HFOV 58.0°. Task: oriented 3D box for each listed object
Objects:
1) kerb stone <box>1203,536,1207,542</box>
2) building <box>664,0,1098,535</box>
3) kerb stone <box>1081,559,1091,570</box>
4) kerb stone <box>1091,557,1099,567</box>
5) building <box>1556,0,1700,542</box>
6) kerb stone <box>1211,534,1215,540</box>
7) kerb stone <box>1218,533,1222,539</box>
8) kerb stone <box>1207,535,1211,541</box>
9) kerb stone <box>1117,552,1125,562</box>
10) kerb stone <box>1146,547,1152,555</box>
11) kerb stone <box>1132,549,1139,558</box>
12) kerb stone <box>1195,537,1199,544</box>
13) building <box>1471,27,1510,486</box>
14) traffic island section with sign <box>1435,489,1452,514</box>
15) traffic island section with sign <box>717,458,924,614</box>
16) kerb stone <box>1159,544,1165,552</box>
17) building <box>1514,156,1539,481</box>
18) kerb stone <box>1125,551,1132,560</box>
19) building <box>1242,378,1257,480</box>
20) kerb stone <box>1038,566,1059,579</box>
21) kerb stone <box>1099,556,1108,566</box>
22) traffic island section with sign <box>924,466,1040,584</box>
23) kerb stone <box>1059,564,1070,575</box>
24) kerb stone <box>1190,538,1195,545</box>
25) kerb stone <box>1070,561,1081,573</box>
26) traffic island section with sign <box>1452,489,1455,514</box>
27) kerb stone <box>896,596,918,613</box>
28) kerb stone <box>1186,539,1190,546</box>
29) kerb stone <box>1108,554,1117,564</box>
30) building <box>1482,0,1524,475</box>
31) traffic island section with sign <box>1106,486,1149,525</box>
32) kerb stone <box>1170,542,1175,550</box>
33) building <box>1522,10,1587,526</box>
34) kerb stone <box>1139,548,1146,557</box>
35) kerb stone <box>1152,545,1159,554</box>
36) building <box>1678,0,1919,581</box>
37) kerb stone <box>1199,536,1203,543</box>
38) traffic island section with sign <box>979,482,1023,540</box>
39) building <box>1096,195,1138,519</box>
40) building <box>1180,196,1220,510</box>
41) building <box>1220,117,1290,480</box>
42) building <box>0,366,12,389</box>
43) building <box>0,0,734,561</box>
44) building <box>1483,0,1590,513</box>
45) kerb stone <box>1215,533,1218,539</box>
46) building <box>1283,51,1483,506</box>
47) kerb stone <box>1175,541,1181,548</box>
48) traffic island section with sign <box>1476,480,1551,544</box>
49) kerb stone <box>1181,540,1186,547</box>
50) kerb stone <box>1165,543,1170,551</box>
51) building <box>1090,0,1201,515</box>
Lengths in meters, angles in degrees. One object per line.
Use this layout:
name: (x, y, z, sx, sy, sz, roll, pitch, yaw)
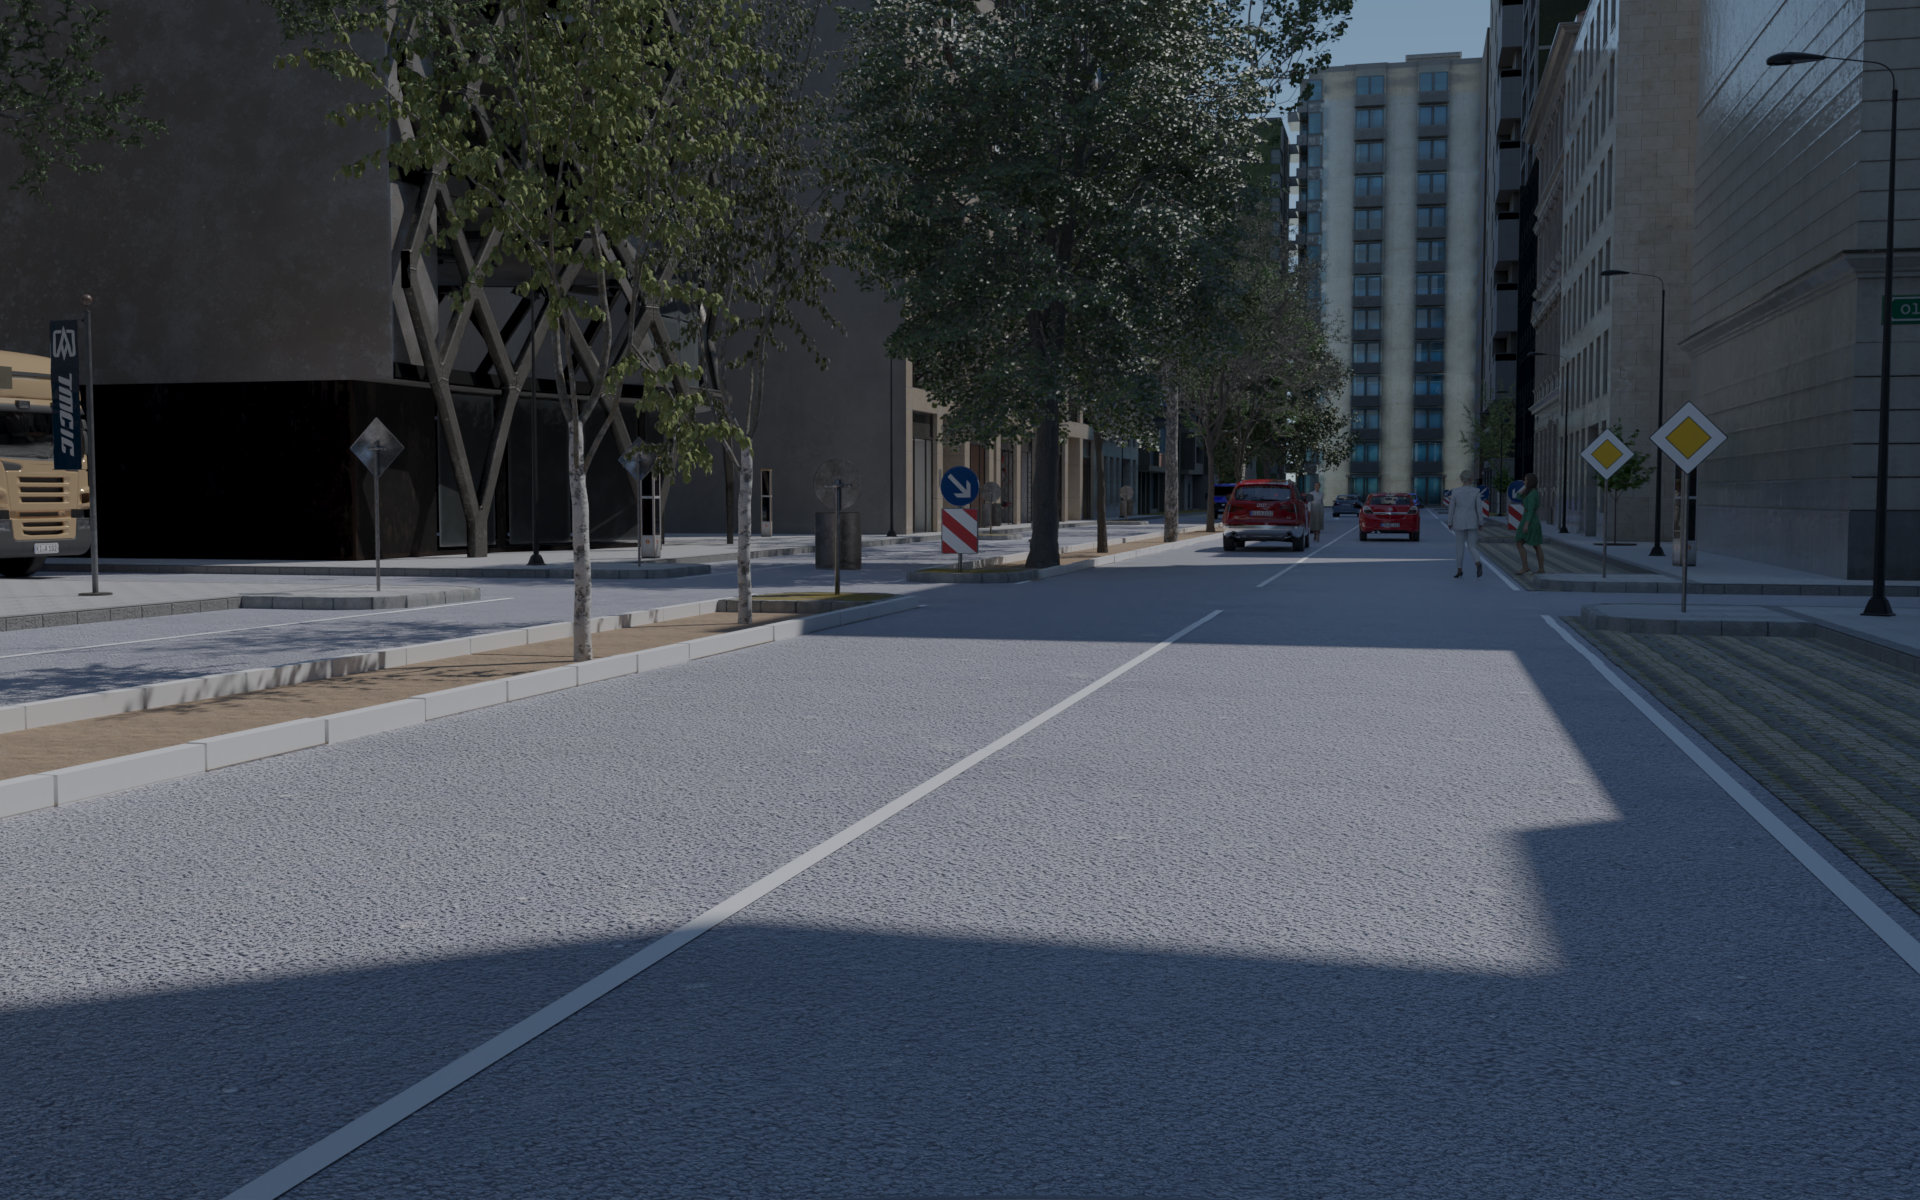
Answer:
kerb stone: (7.175, -1.799, 51.617, 0.120, 0.150, 1.000, 1, 4, 15)
building: (-6.707, -16.397, 72.610, 19.350, 26.468, 34.151, 1, 4, 15)
kerb stone: (2.277, -0.647, 32.778, 0.120, 0.150, 1.000, 1, 4, 15)
kerb stone: (2.519, -0.708, 33.775, 0.120, 0.150, 1.000, 1, 4, 15)
building: (24.573, -12.117, 52.871, 10.420, 20.320, 16.860, 1, 4, 15)
kerb stone: (7.689, -1.921, 53.600, 0.120, 0.150, 1.000, 1, 4, 15)
kerb stone: (8.212, -2.040, 55.587, 0.120, 0.150, 1.000, 1, 4, 15)
kerb stone: (7.432, -1.855, 52.611, 0.120, 0.150, 1.000, 1, 4, 15)
kerb stone: (3.313, -0.887, 36.743, 0.120, 0.150, 1.000, 1, 4, 15)
kerb stone: (4.332, -1.129, 40.714, 0.120, 0.150, 1.000, 1, 4, 15)
kerb stone: (3.817, -1.008, 38.725, 0.120, 0.150, 1.000, 1, 4, 15)
kerb stone: (6.656, -1.674, 49.625, 0.120, 0.150, 1.000, 1, 4, 15)
building: (56.020, -31.343, 162.575, 14.600, 45.320, 14.200, 1, 4, 15)
traffic island section with sign: (35.625, -7.138, 125.340, 1.989, 1.847, 2.006, 1, 4, 15)
traffic island section with sign: (-1.719, -0.820, 21.548, 2.006, 1.907, 1.989, 1, 4, 15)
kerb stone: (4.855, -1.254, 42.697, 0.120, 0.150, 1.000, 1, 4, 15)
building: (35.461, -15.840, 88.662, 12.332, 23.373, 15.834, 1, 4, 15)
kerb stone: (3.559, -0.950, 37.736, 0.120, 0.150, 1.000, 1, 4, 15)
building: (13.225, -19.812, 168.973, 28.899, 21.520, 27.650, 1, 4, 15)
kerb stone: (1.495, -0.461, 29.795, 0.120, 0.150, 1.000, 1, 4, 15)
kerb stone: (2.785, -0.767, 34.763, 0.120, 0.150, 1.000, 1, 4, 15)
traffic island section with sign: (0.157, -1.259, 28.715, 2.006, 1.907, 1.989, 1, 4, 15)
kerb stone: (1.755, -0.526, 30.792, 0.120, 0.150, 1.000, 1, 4, 15)
kerb stone: (6.405, -1.617, 48.633, 0.120, 0.150, 1.000, 1, 4, 15)
kerb stone: (2.018, -0.578, 31.789, 0.120, 0.150, 1.000, 1, 4, 15)
traffic island section with sign: (23.011, -4.173, 76.855, 1.989, 1.847, 2.006, 1, 4, 15)
kerb stone: (-0.713, 0.053, 21.325, 0.120, 0.150, 1.000, 1, 4, 15)
kerb stone: (6.140, -1.557, 47.646, 0.120, 0.150, 1.000, 1, 4, 15)
kerb stone: (3.039, -0.830, 35.758, 0.120, 0.150, 1.000, 1, 4, 15)
building: (57.157, -33.701, 140.250, 28.713, 52.752, 27.495, 1, 4, 15)
traffic island section with sign: (7.749, -4.416, 80.835, 1.989, 1.847, 2.006, 1, 4, 15)
kerb stone: (5.364, -1.375, 44.677, 0.120, 0.150, 1.000, 1, 4, 15)
building: (29.681, -14.368, 71.077, 11.583, 22.565, 21.152, 1, 4, 15)
kerb stone: (4.076, -1.072, 39.724, 0.120, 0.150, 1.000, 1, 4, 15)
kerb stone: (4.593, -1.193, 41.702, 0.120, 0.150, 1.000, 1, 4, 15)
building: (35.950, -15.335, 27.149, 44.131, 29.872, 17.030, 1, 4, 15)
kerb stone: (6.911, -1.737, 50.625, 0.120, 0.150, 1.000, 1, 4, 15)
traffic island section with sign: (0.902, -2.808, 54.541, 1.989, 1.847, 2.006, 1, 4, 15)
building: (3.546, -14.794, 96.638, 10.420, 20.320, 16.860, 1, 4, 15)
building: (13.332, -22.534, 140.137, 14.160, 30.474, 14.107, 1, 4, 15)
building: (29.066, -31.137, 192.682, 14.086, 41.232, 14.154, 1, 4, 15)
building: (-29.507, -22.076, 15.567, 28.867, 44.769, 22.147, 1, 4, 15)
building: (-14.444, -10.671, 41.919, 16.820, 18.784, 16.811, 1, 4, 15)
building: (47.034, -41.510, 116.938, 20.563, 71.187, 20.611, 1, 4, 15)
kerb stone: (7.953, -1.978, 54.597, 0.120, 0.150, 1.000, 1, 4, 15)
building: (51.706, -34.949, 191.021, 30.456, 49.044, 23.786, 1, 4, 15)
kerb stone: (5.630, -1.434, 45.665, 0.120, 0.150, 1.000, 1, 4, 15)
traffic island section with sign: (16.221, -2.577, 50.766, 1.989, 1.847, 2.006, 1, 4, 15)
kerb stone: (5.886, -1.495, 46.656, 0.120, 0.150, 1.000, 1, 4, 15)
kerb stone: (5.111, -1.314, 43.687, 0.120, 0.150, 1.000, 1, 4, 15)
building: (4.678, -28.450, 119.786, 22.147, 44.769, 28.867, 1, 4, 15)
